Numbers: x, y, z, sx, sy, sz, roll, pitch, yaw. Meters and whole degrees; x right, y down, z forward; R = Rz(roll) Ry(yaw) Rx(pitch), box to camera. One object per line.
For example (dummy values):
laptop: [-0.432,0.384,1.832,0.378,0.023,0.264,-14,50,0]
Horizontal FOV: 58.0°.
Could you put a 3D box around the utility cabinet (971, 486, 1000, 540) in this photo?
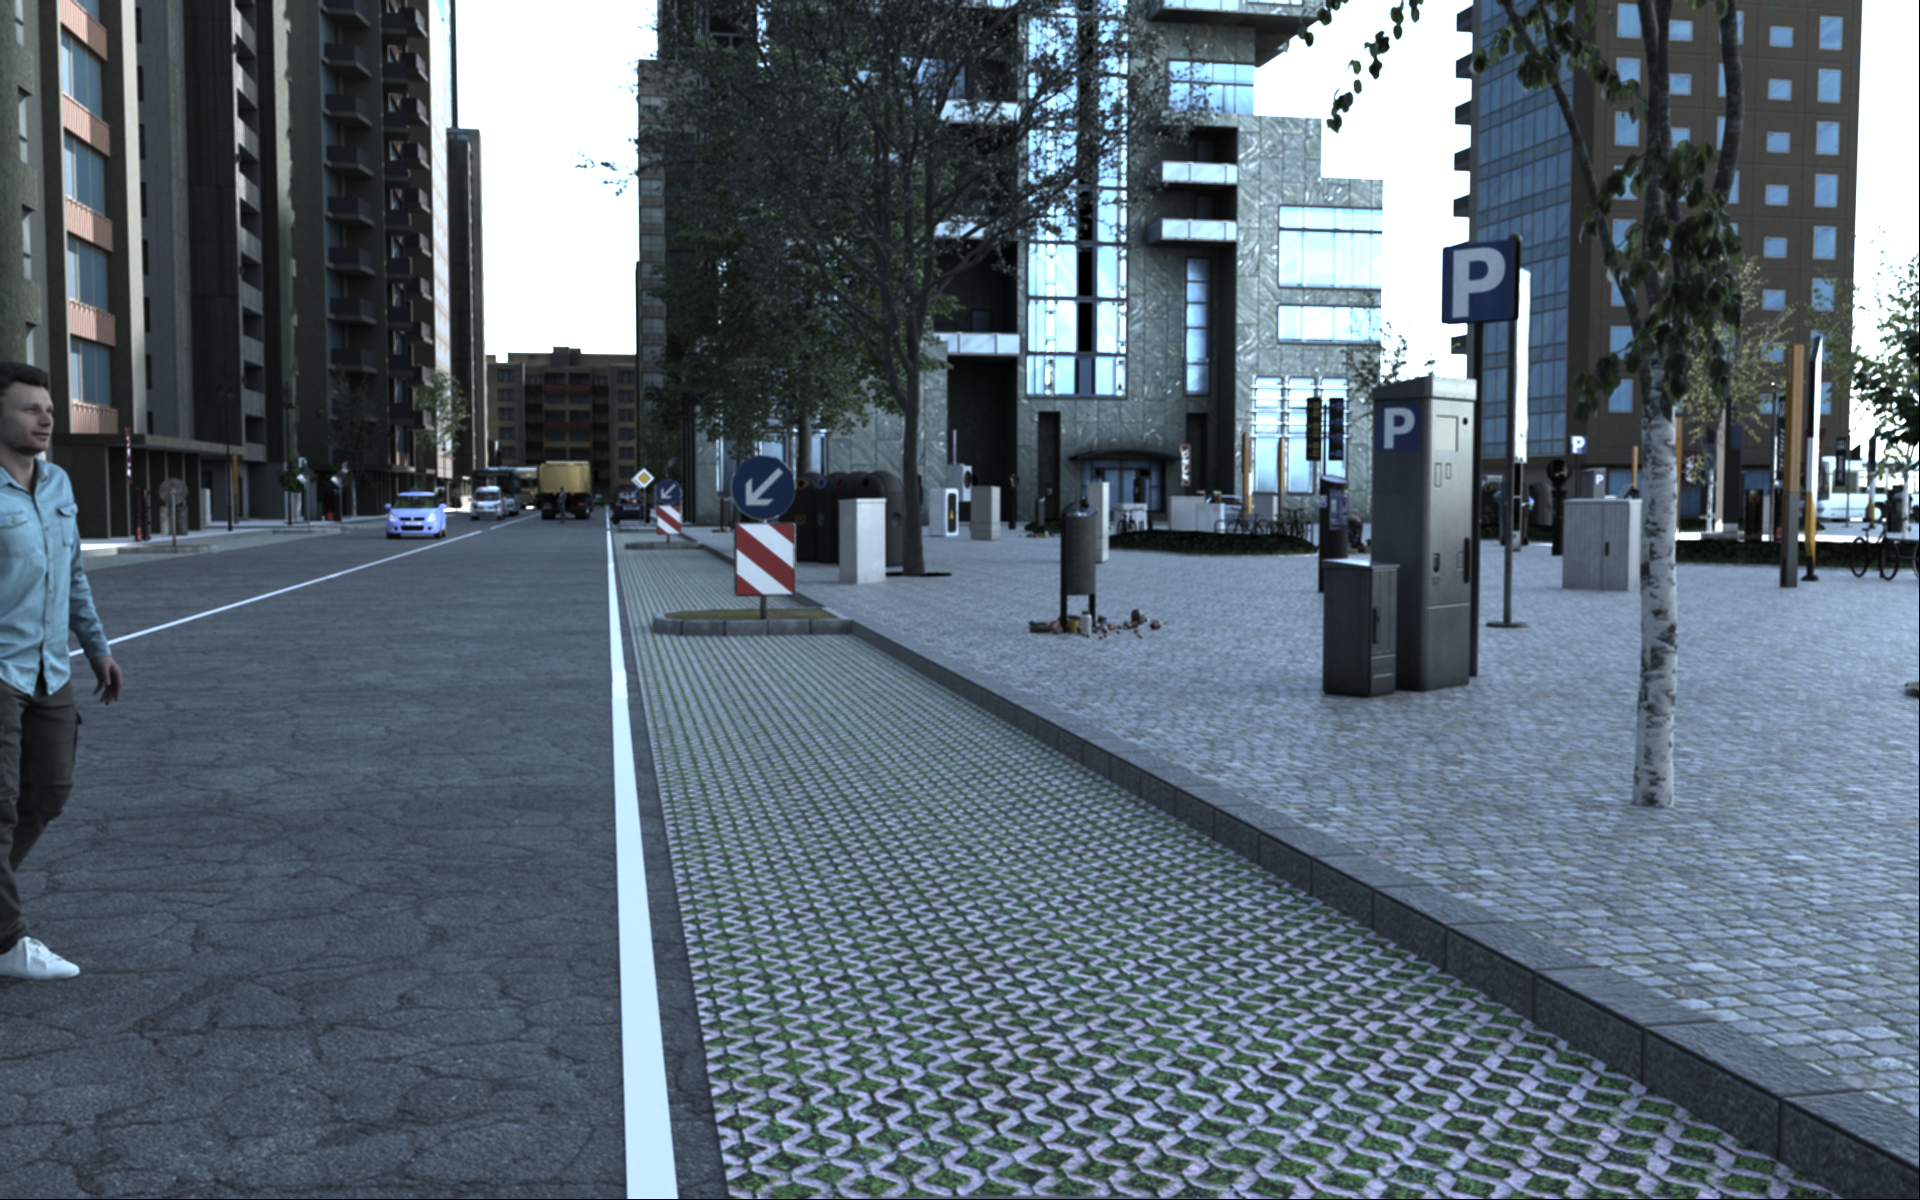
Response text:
utility cabinet: [0.717,-2.419,48.223,0.318,1.500,1.173,-2,4,-29]

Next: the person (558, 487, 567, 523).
person: [-19.794,-4.720,85.949,0.520,1.790,0.573,1,4,15]

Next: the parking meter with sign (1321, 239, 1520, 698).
parking meter with sign: [3.050,-0.933,11.512,0.543,3.016,1.738,3,5,43]

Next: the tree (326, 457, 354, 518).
tree: [-32.908,-5.933,91.609,1.663,3.219,1.824,0,3,0]

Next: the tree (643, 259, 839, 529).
tree: [-7.540,-7.703,60.361,7.601,10.594,8.767,0,4,-6]

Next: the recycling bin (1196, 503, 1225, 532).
recycling bin: [6.971,-2.182,48.230,0.722,1.027,0.722,1,4,15]

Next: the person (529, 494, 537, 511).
person: [-36.384,-8.304,147.497,0.421,1.427,0.697,3,5,42]

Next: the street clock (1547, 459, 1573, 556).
street clock: [12.506,-1.932,36.165,0.471,2.002,0.358,3,5,44]

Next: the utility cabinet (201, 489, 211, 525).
utility cabinet: [-31.225,-3.799,70.784,1.173,1.500,0.318,1,4,13]

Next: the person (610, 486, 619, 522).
person: [-17.249,-4.792,86.759,0.656,1.842,0.836,2,4,29]

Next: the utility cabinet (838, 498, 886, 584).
utility cabinet: [-1.414,-0.850,25.053,0.306,1.237,1.020,1,4,22]

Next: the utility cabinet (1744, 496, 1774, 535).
utility cabinet: [25.508,-2.683,55.030,1.020,1.237,0.306,3,5,44]

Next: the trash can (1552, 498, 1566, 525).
trash can: [22.259,-3.248,64.755,0.748,1.137,0.748,0,3,0]

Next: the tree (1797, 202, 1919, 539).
tree: [23.181,-5.651,42.756,4.737,8.622,4.395,0,3,0]

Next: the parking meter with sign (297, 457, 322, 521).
parking meter with sign: [-30.850,-5.259,82.251,0.543,3.016,1.738,0,4,1]

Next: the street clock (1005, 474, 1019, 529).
street clock: [1.899,-3.571,62.963,0.471,2.002,0.358,-3,4,-38]

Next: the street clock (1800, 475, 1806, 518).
street clock: [31.429,-3.655,64.334,0.471,2.002,0.358,-2,4,-33]

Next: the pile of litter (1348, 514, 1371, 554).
pile of litter: [8.786,-1.455,37.755,1.719,0.858,1.176,-1,4,-21]

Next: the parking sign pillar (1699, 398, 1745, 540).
parking sign pillar: [21.829,-3.716,49.226,1.447,3.967,1.447,1,4,15]

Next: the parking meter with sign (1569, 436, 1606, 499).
parking meter with sign: [18.610,-3.345,50.959,0.543,3.016,1.738,-1,4,-12]

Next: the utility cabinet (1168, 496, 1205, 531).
utility cabinet: [6.512,-2.363,49.797,1.020,1.237,0.306,0,4,-7]

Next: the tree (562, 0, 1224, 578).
tree: [-0.860,-7.124,26.846,12.009,13.543,11.850,0,3,0]

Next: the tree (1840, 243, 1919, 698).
tree: [6.424,-0.995,10.869,1.663,3.219,1.824,0,3,0]

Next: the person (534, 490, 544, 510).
person: [-37.676,-8.975,155.379,1.348,1.807,0.705,0,4,-1]

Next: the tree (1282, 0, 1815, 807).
tree: [2.632,-3.458,6.906,4.360,8.622,3.978,0,3,0]

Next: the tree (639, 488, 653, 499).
tree: [-28.037,-9.874,156.046,1.663,3.219,1.824,0,3,0]

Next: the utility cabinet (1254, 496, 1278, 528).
utility cabinet: [11.744,-3.385,66.510,0.306,1.237,1.020,-2,4,-35]

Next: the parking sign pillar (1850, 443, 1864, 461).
parking sign pillar: [47.552,-6.363,92.501,1.447,3.967,1.447,-2,4,-26]

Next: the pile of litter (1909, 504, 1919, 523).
pile of litter: [42.883,-3.869,77.224,1.719,0.858,1.176,1,4,9]

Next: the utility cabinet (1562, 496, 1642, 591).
utility cabinet: [8.626,-0.743,23.316,0.306,1.237,1.020,-2,4,-34]

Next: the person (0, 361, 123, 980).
person: [-2.909,0.200,5.247,0.620,1.820,0.660,1,4,9]

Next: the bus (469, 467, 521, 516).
bus: [-30.634,-7.332,114.740,2.948,3.499,13.247,-1,4,-12]

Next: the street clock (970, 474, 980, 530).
street clock: [0.460,-3.472,61.339,0.471,2.002,0.358,1,4,14]

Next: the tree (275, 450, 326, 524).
tree: [-29.009,-4.934,75.267,1.663,3.219,1.824,0,3,0]

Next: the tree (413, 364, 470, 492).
tree: [-41.297,-12.667,132.865,9.928,11.665,9.643,0,3,0]

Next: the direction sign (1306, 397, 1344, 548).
direction sign: [8.545,-2.974,40.621,0.876,3.537,0.379,0,4,-1]

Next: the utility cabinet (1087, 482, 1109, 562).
utility cabinet: [2.587,-1.464,32.611,0.318,1.500,1.173,1,4,11]

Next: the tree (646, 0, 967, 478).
tree: [-3.186,-7.392,38.981,7.486,12.596,7.792,0,3,0]

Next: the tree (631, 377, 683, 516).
tree: [-16.321,-9.311,102.597,4.737,8.622,4.395,0,3,0]

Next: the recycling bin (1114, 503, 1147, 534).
recycling bin: [4.662,-2.131,47.400,0.722,1.027,0.722,-1,4,-12]

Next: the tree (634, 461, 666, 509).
tree: [-27.002,-10.349,152.913,4.285,4.588,4.351,0,3,0]

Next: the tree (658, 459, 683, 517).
tree: [-15.603,-6.172,95.513,1.663,3.219,1.824,0,3,0]

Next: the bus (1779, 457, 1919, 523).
bus: [44.704,-5.300,81.516,13.247,3.499,2.948,-1,4,-12]

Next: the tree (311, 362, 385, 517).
tree: [-33.842,-8.936,96.462,4.360,8.622,3.978,0,3,0]
